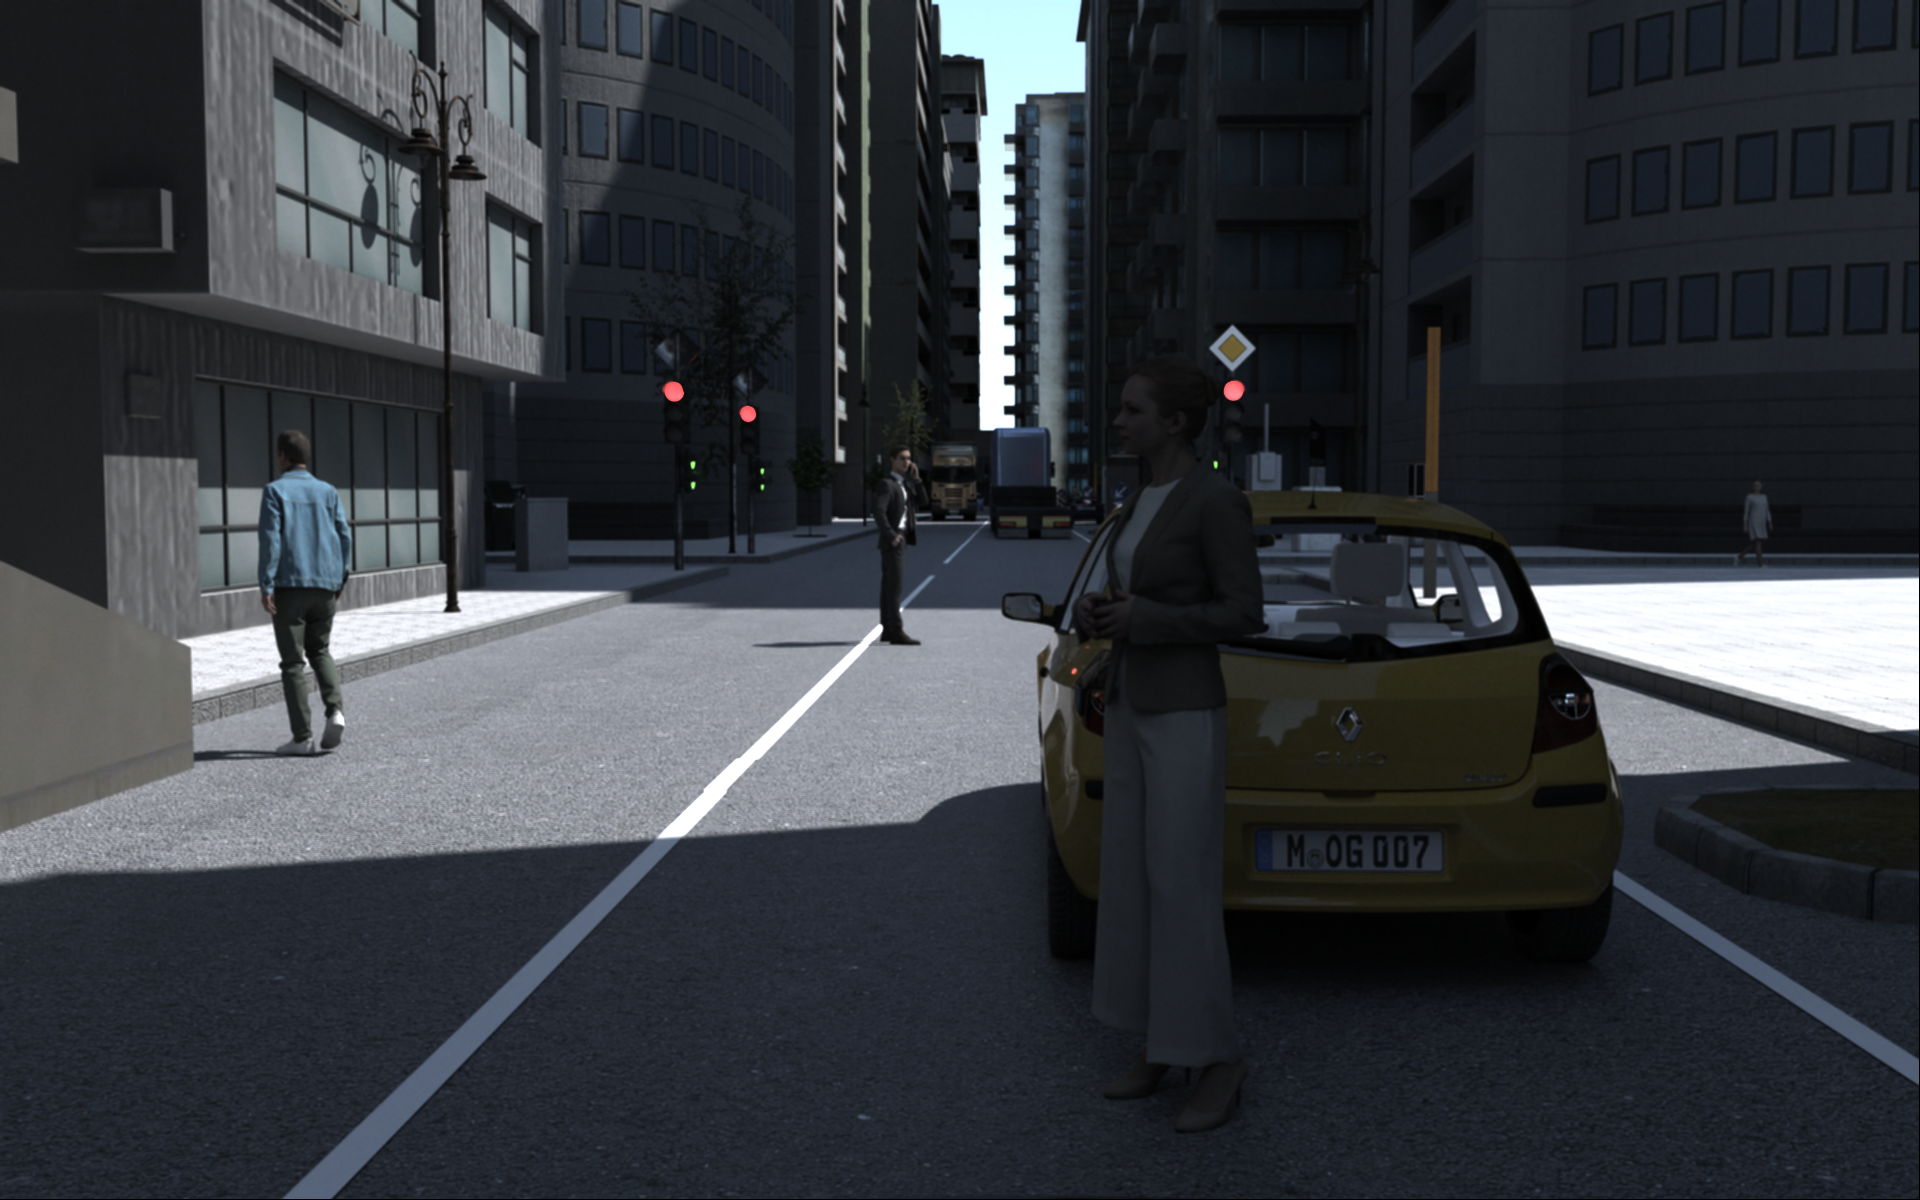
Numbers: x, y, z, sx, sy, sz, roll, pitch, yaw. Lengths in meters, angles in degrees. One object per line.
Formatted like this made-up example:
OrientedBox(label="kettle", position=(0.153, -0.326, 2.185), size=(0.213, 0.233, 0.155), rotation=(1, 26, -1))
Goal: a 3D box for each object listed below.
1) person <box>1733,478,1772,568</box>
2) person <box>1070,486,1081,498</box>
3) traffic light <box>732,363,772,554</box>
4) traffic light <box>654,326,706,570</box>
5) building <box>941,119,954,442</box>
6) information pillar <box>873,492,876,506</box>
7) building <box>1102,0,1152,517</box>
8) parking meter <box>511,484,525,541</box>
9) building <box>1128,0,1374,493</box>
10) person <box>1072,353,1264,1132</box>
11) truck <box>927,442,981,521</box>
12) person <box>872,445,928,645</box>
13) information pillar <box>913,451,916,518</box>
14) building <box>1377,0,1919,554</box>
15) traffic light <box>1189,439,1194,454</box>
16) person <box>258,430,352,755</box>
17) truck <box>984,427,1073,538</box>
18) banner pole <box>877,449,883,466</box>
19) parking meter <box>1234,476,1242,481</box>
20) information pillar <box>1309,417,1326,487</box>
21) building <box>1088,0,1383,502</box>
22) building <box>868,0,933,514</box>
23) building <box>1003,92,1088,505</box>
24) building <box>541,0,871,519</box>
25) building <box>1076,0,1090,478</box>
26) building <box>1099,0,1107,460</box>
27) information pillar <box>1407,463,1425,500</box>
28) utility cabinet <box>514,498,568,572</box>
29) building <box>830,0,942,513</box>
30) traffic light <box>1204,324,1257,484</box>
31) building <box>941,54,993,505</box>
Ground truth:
OrientedBox(label="person", position=(14.824, -1.413, 32.359), size=(0.466, 1.731, 0.760), rotation=(-3, 5, -44))
OrientedBox(label="person", position=(6.050, -5.021, 90.400), size=(0.655, 1.846, 0.447), rotation=(3, 4, 38))
OrientedBox(label="traffic light", position=(-4.464, -2.945, 37.064), size=(0.839, 4.253, 0.868), rotation=(0, 4, 2))
OrientedBox(label="traffic light", position=(-4.718, -2.456, 29.082), size=(0.839, 4.253, 0.868), rotation=(0, 4, 2))
OrientedBox(label="building", position=(-12.755, -29.393, 172.454), size=(23.993, 40.220, 32.217), rotation=(0, 4, 2))
OrientedBox(label="information pillar", position=(-4.380, -5.285, 90.902), size=(0.304, 2.012, 0.304), rotation=(-1, 4, -19))
OrientedBox(label="building", position=(15.367, -20.210, 102.135), size=(14.160, 30.474, 14.107), rotation=(0, 4, 2))
OrientedBox(label="parking meter", position=(-11.073, -2.136, 43.327), size=(0.372, 1.533, 0.369), rotation=(0, 3, 0))
OrientedBox(label="building", position=(18.590, -27.622, 71.226), size=(23.786, 49.044, 30.456), rotation=(0, 4, 2))
OrientedBox(label="person", position=(0.453, 0.304, 4.079), size=(0.362, 1.759, 0.519), rotation=(-2, 4, -25))
OrientedBox(label="truck", position=(-0.314, -6.467, 94.649), size=(2.839, 4.237, 11.283), rotation=(0, 3, 0))
OrientedBox(label="person", position=(-0.561, -0.541, 16.704), size=(0.474, 1.900, 0.648), rotation=(1, 4, 9))
OrientedBox(label="information pillar", position=(-2.514, -6.281, 94.057), size=(0.183, 3.616, 0.504), rotation=(0, 4, 3))
OrientedBox(label="building", position=(26.833, -30.749, 44.753), size=(28.212, 58.520, 21.231), rotation=(0, 4, 2))
OrientedBox(label="traffic light", position=(4.743, -2.928, 36.788), size=(0.839, 4.253, 0.868), rotation=(0, 4, 2))
OrientedBox(label="person", position=(-3.596, -0.041, 9.514), size=(0.444, 1.785, 0.601), rotation=(3, 5, 42))
OrientedBox(label="truck", position=(2.423, -4.545, 64.064), size=(2.967, 4.110, 18.799), rotation=(0, 4, 0))
OrientedBox(label="banner pole", position=(-4.441, -6.518, 96.584), size=(0.401, 3.779, 0.863), rotation=(-2, 4, -28))
OrientedBox(label="parking meter", position=(9.009, -3.117, 56.675), size=(0.255, 1.863, 0.399), rotation=(3, 5, 45))
OrientedBox(label="information pillar", position=(10.834, -3.743, 52.556), size=(0.504, 3.616, 0.183), rotation=(2, 4, 23))
OrientedBox(label="building", position=(21.336, -36.865, 144.750), size=(21.231, 58.520, 28.212), rotation=(0, 4, 2))
OrientedBox(label="building", position=(-13.101, -30.518, 122.665), size=(21.300, 48.544, 21.600), rotation=(0, 4, 2))
OrientedBox(label="building", position=(20.437, -35.869, 206.071), size=(30.456, 49.044, 23.786), rotation=(0, 4, 2))
OrientedBox(label="building", position=(-12.147, -24.731, 87.950), size=(14.154, 41.232, 14.086), rotation=(0, 4, 2))
OrientedBox(label="building", position=(26.333, -35.702, 172.972), size=(28.713, 52.752, 27.495), rotation=(0, 4, 2))
OrientedBox(label="building", position=(17.266, -28.973, 123.822), size=(14.600, 45.320, 14.200), rotation=(0, 4, 2))
OrientedBox(label="information pillar", position=(10.938, -2.266, 41.549), size=(0.304, 2.012, 0.304), rotation=(-1, 4, -22))
OrientedBox(label="utility cabinet", position=(-7.009, -1.092, 29.009), size=(0.306, 1.237, 1.020), rotation=(2, 4, 28))
OrientedBox(label="building", position=(-8.786, -27.950, 140.570), size=(14.154, 41.232, 14.086), rotation=(0, 4, 2))
OrientedBox(label="traffic light", position=(4.489, -2.440, 28.807), size=(0.839, 4.253, 0.868), rotation=(0, 4, 2))
OrientedBox(label="building", position=(-8.439, -37.940, 209.559), size=(27.495, 52.752, 28.713), rotation=(0, 4, 2))
